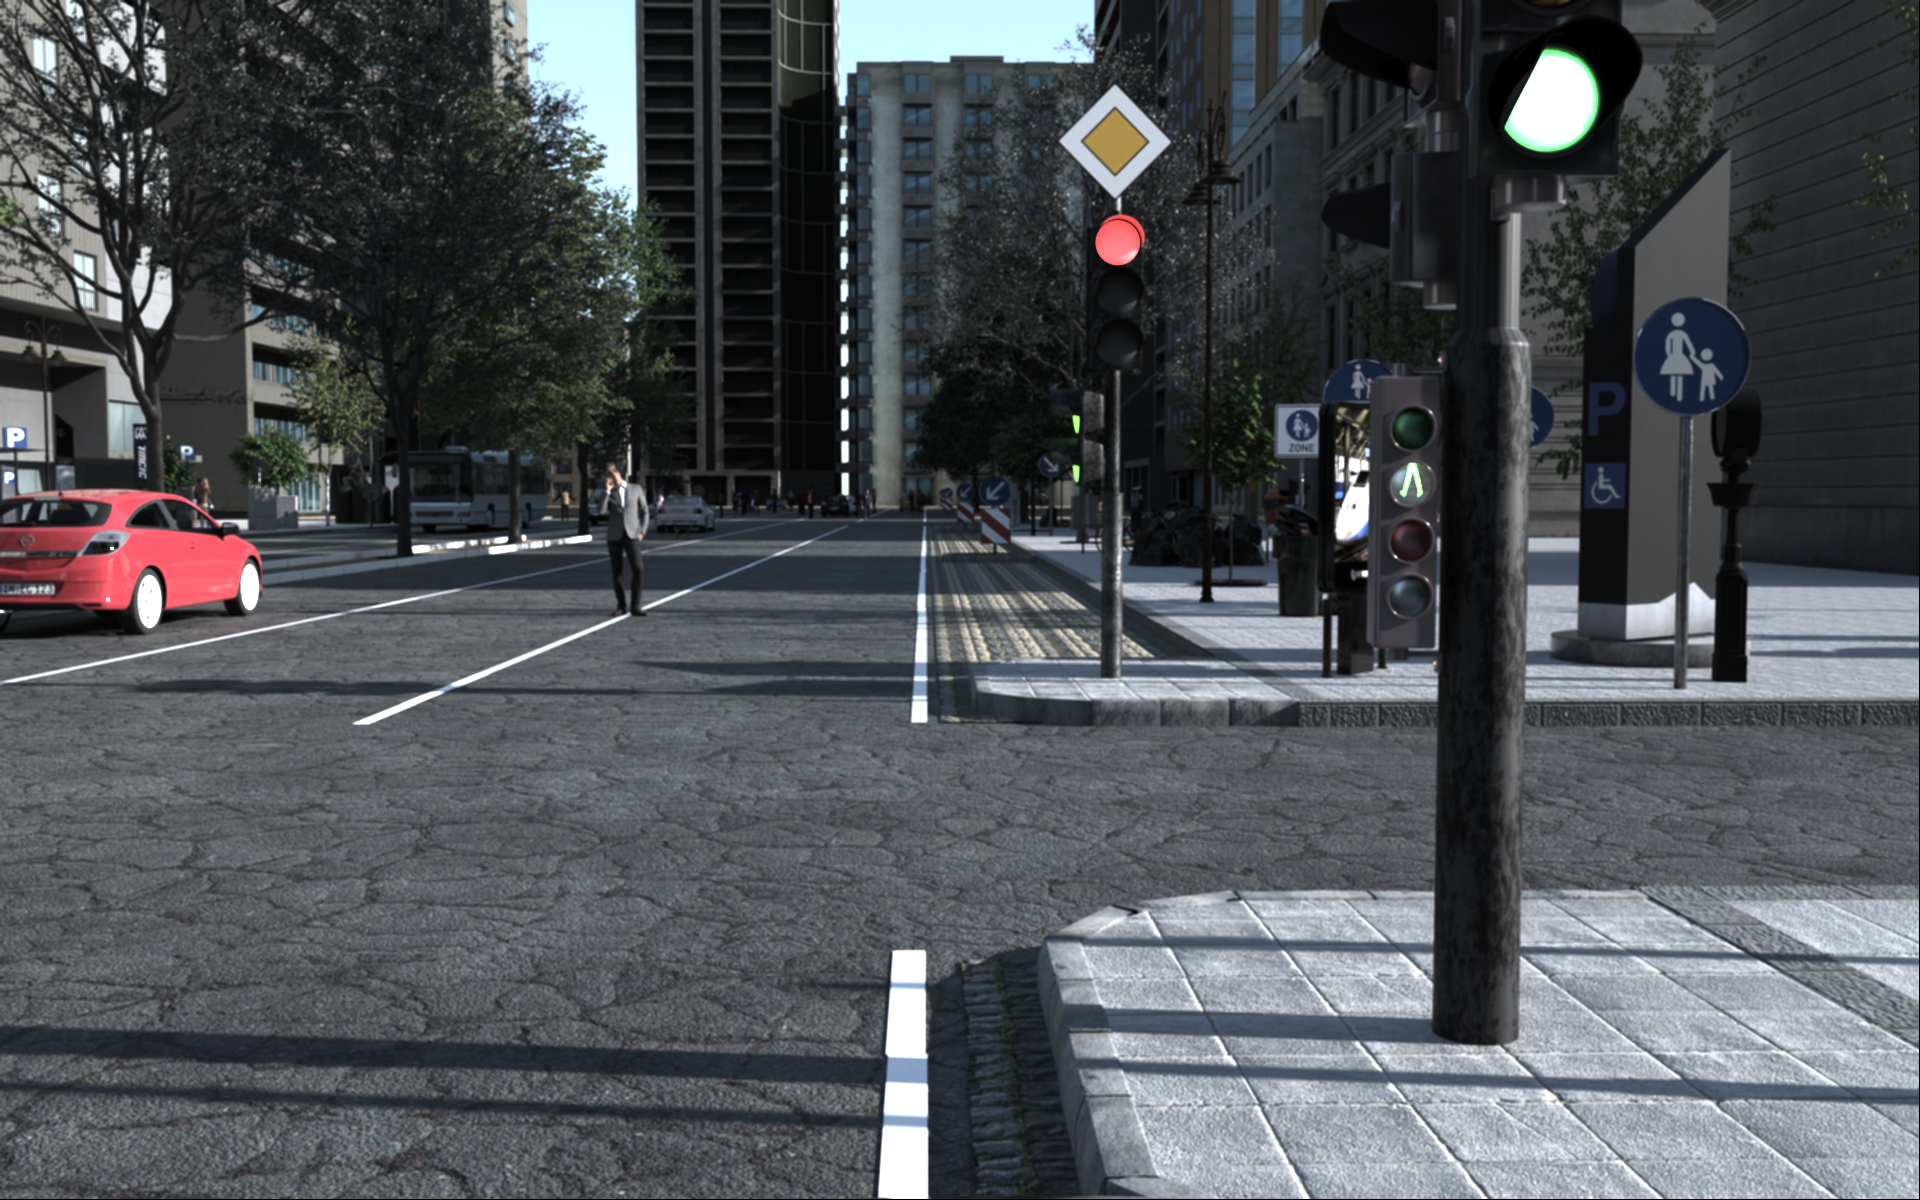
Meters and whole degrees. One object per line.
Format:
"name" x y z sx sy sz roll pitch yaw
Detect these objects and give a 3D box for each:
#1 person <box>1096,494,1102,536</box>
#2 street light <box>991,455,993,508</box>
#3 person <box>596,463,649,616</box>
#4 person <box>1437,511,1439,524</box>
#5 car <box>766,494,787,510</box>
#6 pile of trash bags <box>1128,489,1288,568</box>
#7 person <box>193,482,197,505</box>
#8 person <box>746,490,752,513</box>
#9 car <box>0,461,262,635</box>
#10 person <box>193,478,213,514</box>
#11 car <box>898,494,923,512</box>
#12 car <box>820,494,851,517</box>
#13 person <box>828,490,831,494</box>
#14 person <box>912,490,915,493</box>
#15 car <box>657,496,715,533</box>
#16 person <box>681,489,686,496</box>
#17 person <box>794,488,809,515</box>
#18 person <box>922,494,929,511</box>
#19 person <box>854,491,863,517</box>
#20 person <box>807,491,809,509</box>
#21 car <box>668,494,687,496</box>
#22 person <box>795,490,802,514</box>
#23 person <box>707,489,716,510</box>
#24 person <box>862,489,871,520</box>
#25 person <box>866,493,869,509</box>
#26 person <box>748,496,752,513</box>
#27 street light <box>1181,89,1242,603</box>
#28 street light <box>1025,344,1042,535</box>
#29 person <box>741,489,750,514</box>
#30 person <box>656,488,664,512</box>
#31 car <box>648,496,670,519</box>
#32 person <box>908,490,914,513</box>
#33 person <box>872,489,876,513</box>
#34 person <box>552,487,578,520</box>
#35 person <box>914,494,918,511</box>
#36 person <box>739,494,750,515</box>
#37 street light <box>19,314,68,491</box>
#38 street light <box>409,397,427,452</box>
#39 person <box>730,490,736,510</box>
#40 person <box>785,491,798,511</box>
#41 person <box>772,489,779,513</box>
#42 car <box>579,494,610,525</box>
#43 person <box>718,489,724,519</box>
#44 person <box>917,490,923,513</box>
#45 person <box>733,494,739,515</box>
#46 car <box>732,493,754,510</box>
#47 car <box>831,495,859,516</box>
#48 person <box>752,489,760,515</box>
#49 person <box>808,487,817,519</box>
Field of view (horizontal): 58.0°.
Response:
"person" 4.131 -2.446 50.300 0.640 1.303 0.475 2 4 28
"street light" 1.629 -6.975 86.837 0.468 5.910 1.993 0 4 -1
"person" -3.966 -0.720 20.449 0.592 1.802 0.473 0 4 6
"person" 6.242 -1.059 23.750 0.661 1.777 0.834 2 4 33
"car" -16.921 -9.050 159.970 2.014 1.417 4.499 0 4 -2
"pile of trash bags" 4.822 -1.331 31.517 3.447 1.369 1.912 -3 4 -38
"person" -30.377 -3.782 68.239 0.716 1.782 0.532 0 4 2
"person" -16.020 -7.433 130.717 1.217 1.739 0.721 -2 4 -24
"car" -9.209 -0.615 19.089 2.155 1.783 4.494 0 4 -2
"person" -25.295 -3.174 57.914 0.573 1.828 0.580 -1 4 -9
"car" -4.116 -8.138 143.272 2.015 1.641 3.980 0 4 1
"car" -7.821 -6.049 108.686 2.009 1.686 4.222 0 4 -3
"person" -9.932 -7.568 133.038 0.445 1.727 0.742 -2 4 -31
"person" -4.070 -9.010 156.349 0.750 1.759 0.617 2 4 33
"car" -10.402 -3.269 65.813 2.083 1.381 4.827 0 4 -3
"person" -17.304 -6.093 108.060 0.705 1.831 1.348 -2 4 -34
"person" -10.729 -6.687 117.770 1.348 1.831 0.705 3 4 37
"person" -3.145 -8.262 146.843 1.065 1.426 0.557 0 4 -1
"person" -6.418 -6.093 109.590 0.415 1.643 0.593 3 5 44
"person" -14.199 -9.473 163.902 0.721 1.766 1.217 -1 4 -11
"car" -20.268 -6.958 123.980 2.015 1.641 3.980 0 4 -1
"person" -11.845 -7.214 127.280 0.721 1.723 1.217 -2 4 -31
"person" -16.221 -6.355 113.132 0.721 1.743 1.217 -2 4 -27
"person" -5.220 -5.352 96.925 0.541 1.710 0.530 0 4 -7
"person" -9.008 -9.716 167.342 0.705 1.826 1.348 2 4 32
"person" -16.314 -7.495 134.266 0.599 1.433 0.991 1 4 12
"street light" 2.929 -2.911 20.381 0.468 5.910 1.993 0 4 -1
"street light" 2.276 -4.944 53.626 0.468 5.910 1.993 0 4 -1
"person" -15.627 -7.175 125.839 0.705 1.821 1.348 1 4 20
"person" -16.148 -5.120 92.879 0.621 1.740 0.551 1 4 13
"car" -16.864 -5.307 99.356 1.945 1.354 3.894 0 4 -1
"person" -3.801 -7.657 134.134 0.683 1.767 0.568 3 5 44
"person" -6.556 -7.534 131.659 0.705 1.826 1.348 0 4 -3
"person" -21.605 -5.268 94.727 1.348 1.812 0.705 -1 4 -16
"person" -3.836 -8.350 148.208 0.799 1.438 0.628 -1 4 -9
"person" -14.663 -6.444 117.113 1.065 1.426 0.557 -3 4 -38
"street light" -23.601 -4.401 44.742 0.468 5.910 1.993 0 4 -1
"street light" -24.211 -6.411 77.601 0.468 5.910 1.993 0 4 -1
"person" -19.802 -8.696 151.124 0.568 1.767 0.683 -3 5 -43
"person" -14.225 -8.375 146.159 1.217 1.736 0.721 2 4 27
"person" -14.147 -7.592 132.574 0.705 1.831 1.348 1 4 11
"car" -16.390 -4.178 80.107 2.131 1.459 4.920 0 4 -2
"person" -13.970 -5.602 100.806 0.721 1.735 1.217 0 4 -8
"person" -3.122 -7.419 130.334 0.617 1.759 0.750 -3 4 -37
"person" -14.974 -6.365 115.804 0.421 1.427 0.697 0 4 1
"car" -20.274 -9.311 161.818 1.945 1.707 3.694 0 4 0
"car" -7.722 -6.352 116.217 2.083 1.381 4.827 0 4 -2
"person" -14.155 -6.810 120.381 0.617 1.759 0.750 -1 4 -12
"person" -8.461 -5.535 98.939 0.705 1.831 1.348 1 4 12
